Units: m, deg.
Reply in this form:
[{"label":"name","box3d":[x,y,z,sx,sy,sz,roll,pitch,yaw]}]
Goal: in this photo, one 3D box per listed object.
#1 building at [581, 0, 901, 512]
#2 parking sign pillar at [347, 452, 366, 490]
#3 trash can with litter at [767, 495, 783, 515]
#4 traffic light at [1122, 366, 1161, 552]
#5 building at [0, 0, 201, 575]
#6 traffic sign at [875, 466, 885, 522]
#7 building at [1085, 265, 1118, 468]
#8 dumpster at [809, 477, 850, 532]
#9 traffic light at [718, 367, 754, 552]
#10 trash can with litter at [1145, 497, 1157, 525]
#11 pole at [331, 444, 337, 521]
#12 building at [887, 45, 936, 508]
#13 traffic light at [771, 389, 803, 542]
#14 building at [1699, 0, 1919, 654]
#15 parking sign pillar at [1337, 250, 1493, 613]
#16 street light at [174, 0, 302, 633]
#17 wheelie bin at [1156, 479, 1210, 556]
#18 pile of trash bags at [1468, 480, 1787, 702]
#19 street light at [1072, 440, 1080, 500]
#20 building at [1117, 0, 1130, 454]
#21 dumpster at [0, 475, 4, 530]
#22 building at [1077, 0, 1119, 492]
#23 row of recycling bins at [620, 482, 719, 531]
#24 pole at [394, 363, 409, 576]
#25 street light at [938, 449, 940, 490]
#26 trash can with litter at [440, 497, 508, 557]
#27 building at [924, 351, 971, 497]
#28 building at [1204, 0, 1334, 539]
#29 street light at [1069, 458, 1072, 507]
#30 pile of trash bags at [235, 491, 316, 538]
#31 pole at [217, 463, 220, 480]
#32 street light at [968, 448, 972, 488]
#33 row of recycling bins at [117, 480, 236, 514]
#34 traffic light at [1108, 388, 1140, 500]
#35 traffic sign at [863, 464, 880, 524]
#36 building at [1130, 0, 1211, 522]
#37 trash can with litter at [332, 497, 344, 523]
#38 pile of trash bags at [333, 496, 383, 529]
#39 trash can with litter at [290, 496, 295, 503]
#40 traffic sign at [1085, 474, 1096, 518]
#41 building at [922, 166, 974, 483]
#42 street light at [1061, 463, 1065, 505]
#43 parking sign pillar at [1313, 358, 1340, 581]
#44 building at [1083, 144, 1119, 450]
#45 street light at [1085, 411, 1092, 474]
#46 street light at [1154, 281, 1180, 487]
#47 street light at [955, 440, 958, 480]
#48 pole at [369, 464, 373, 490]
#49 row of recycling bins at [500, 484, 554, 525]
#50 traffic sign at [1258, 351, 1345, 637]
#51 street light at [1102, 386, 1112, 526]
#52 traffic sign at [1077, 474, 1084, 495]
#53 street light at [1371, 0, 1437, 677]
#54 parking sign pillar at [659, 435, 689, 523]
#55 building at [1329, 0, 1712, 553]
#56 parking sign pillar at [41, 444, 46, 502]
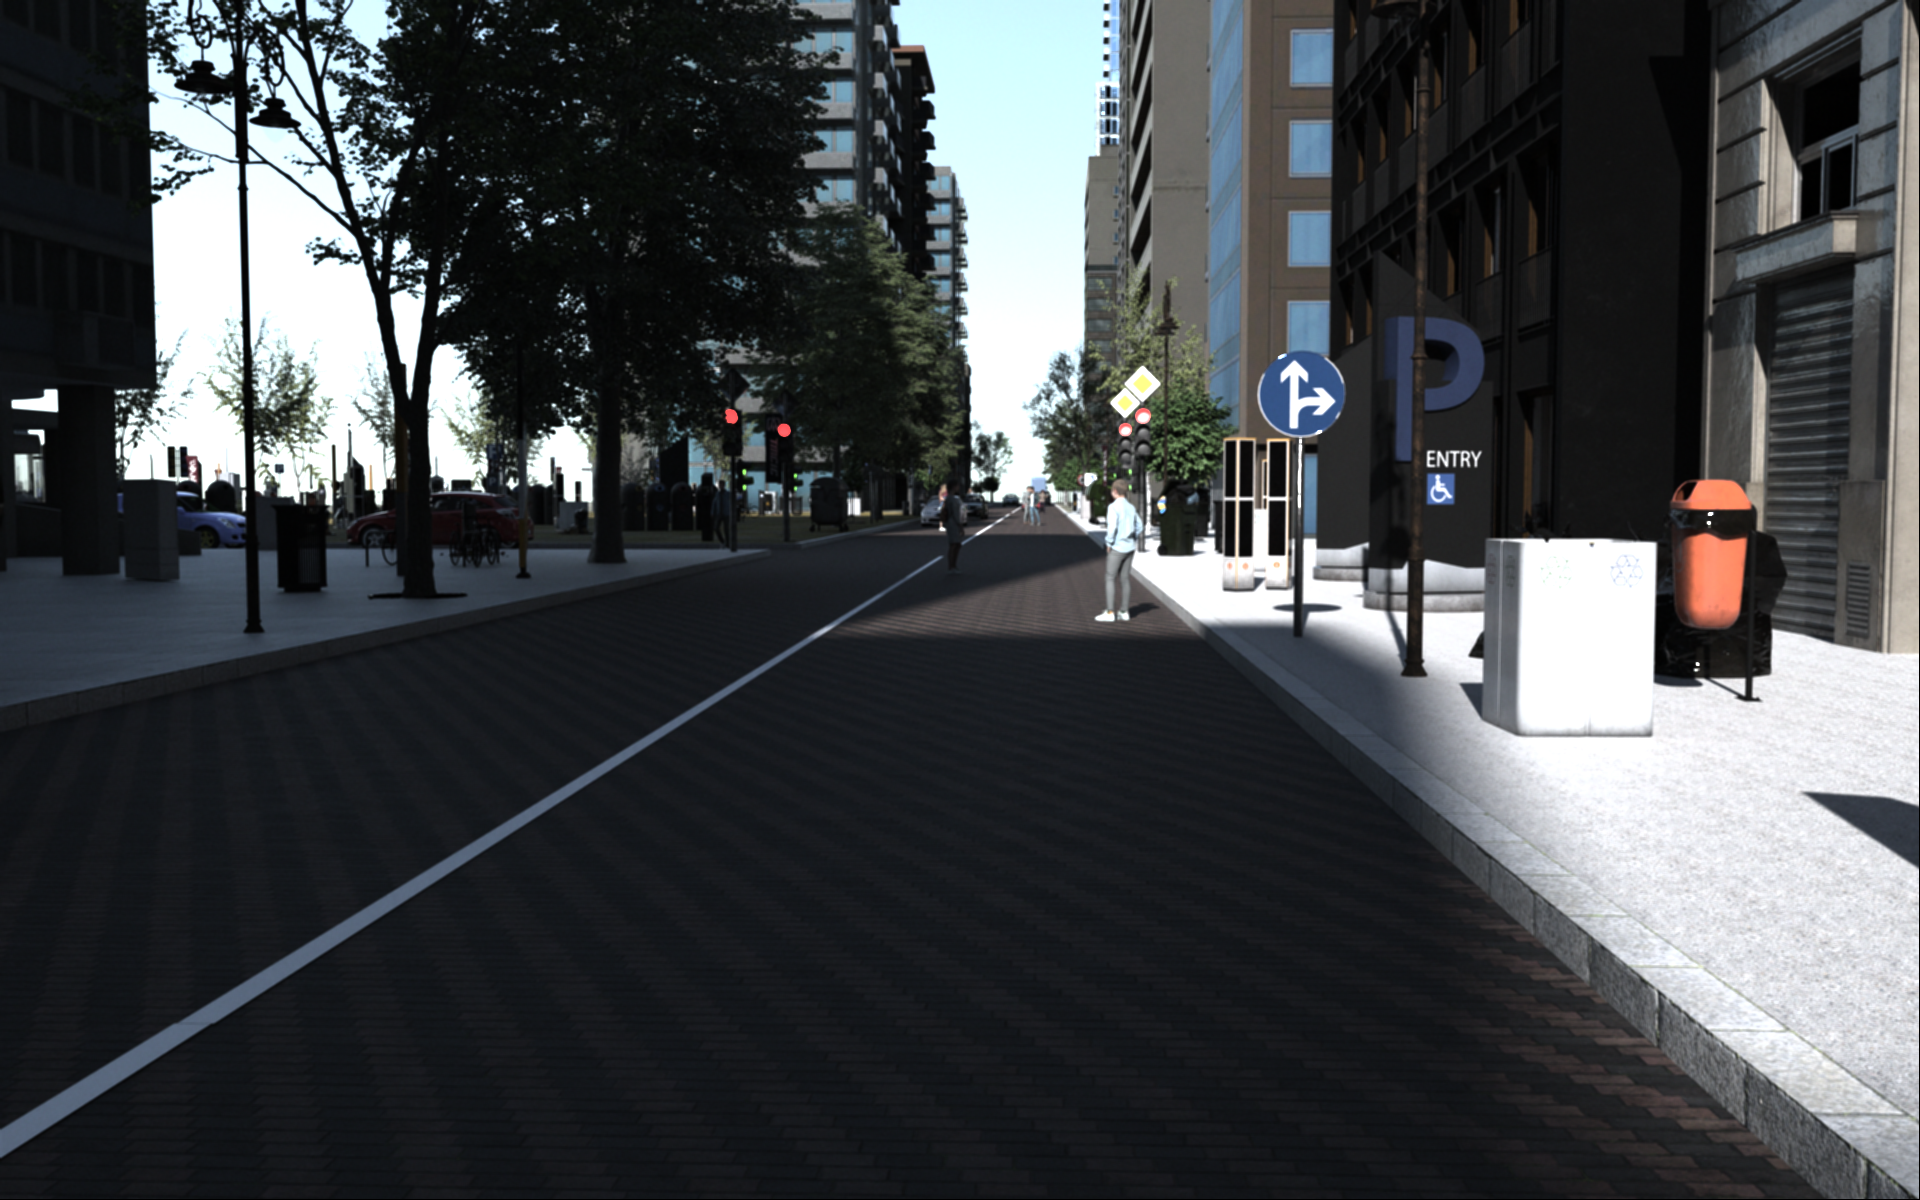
[{"label":"building","box3d":[-16.415,-31.676,137.506,23.786,49.044,30.456,0,4,3]},{"label":"parking sign pillar","box3d":[-38.464,-7.458,110.410,1.447,3.967,1.447,1,4,15]},{"label":"trash can with litter","box3d":[-11.292,-5.859,106.852,1.678,1.210,2.233,2,4,27]},{"label":"traffic light","box3d":[3.979,-3.004,38.043,0.839,4.253,0.868,0,4,3]},{"label":"building","box3d":[-25.057,-20.166,21.600,23.993,40.220,32.217,0,4,3]},{"label":"traffic sign","box3d":[-3.750,-4.778,78.220,0.768,2.556,0.104,1,4,10]},{"label":"building","box3d":[22.793,-27.331,218.557,14.160,30.474,14.107,0,4,3]},{"label":"dumpster","box3d":[-4.467,-3.262,59.089,1.264,1.857,1.865,0,4,3]},{"label":"traffic light","box3d":[-5.023,-3.029,38.451,0.839,4.253,0.868,0,4,3]},{"label":"trash can with litter","box3d":[7.856,-3.671,71.405,0.624,1.170,1.055,-1,4,-18]},{"label":"pole","box3d":[-25.646,-4.719,70.993,0.158,3.312,0.155,0,3,0]},{"label":"building","box3d":[-13.808,-31.383,167.731,22.147,44.769,28.867,0,4,3]},{"label":"traffic light","box3d":[-4.646,-3.517,46.428,0.839,4.253,0.868,0,4,3]},{"label":"building","box3d":[14.201,-10.368,2.798,16.112,22.955,30.059,0,4,3]},{"label":"parking sign pillar","box3d":[5.263,-1.887,19.329,1.447,3.967,1.447,-1,4,-16]},{"label":"street light","box3d":[-6.549,-2.636,15.887,0.468,5.910,1.993,0,4,3]},{"label":"wheelie bin","box3d":[4.552,-1.718,35.995,0.980,1.594,0.693,-3,5,-43]},{"label":"pile of trash bags","box3d":[4.822,-0.149,12.182,1.912,1.369,3.447,0,4,6]},{"label":"street light","box3d":[8.262,-9.048,120.714,0.468,5.910,1.993,0,4,3]},{"label":"building","box3d":[25.109,-45.481,181.872,20.563,71.187,20.611,0,4,3]},{"label":"dumpster","box3d":[-6.847,-0.463,10.066,1.502,2.255,1.985,0,4,3]},{"label":"building","box3d":[29.271,-58.027,261.406,22.319,86.520,31.000,0,4,3]},{"label":"row of recycling bins","box3d":[-10.242,-3.295,60.990,3.534,1.692,1.069,-2,4,-24]},{"label":"pole","box3d":[-8.726,-2.033,27.077,0.158,3.312,0.155,0,3,0]},{"label":"street light","box3d":[-1.482,-9.197,123.165,0.468,5.910,1.993,0,4,3]},{"label":"trash can with litter","box3d":[-10.043,-1.543,36.280,1.678,1.210,2.233,0,4,3]},{"label":"building","box3d":[-12.920,-23.197,224.310,27.650,21.520,28.899,0,4,3]},{"label":"building","box3d":[15.550,-24.735,54.526,14.200,45.320,14.600,0,4,3]},{"label":"street light","box3d":[9.508,-10.550,145.272,0.468,5.910,1.993,0,4,3]},{"label":"pile of trash bags","box3d":[-19.919,-2.449,49.799,1.912,1.369,3.447,-1,4,-11]},{"label":"pole","box3d":[-47.974,-7.238,112.182,0.158,3.312,0.155,0,3,0]},{"label":"street light","box3d":[1.045,-12.355,174.791,0.468,5.910,1.993,0,4,3]},{"label":"row of recycling bins","box3d":[-23.309,-2.694,51.166,3.534,1.692,1.069,-1,4,-23]},{"label":"traffic light","box3d":[4.356,-3.492,46.020,0.839,4.253,0.868,0,4,3]},{"label":"traffic sign","box3d":[-3.810,-4.540,74.328,0.768,2.556,0.104,1,4,10]},{"label":"building","box3d":[19.751,-28.335,86.986,21.300,48.544,21.600,0,4,3]},{"label":"trash can with litter","box3d":[-26.299,-3.807,73.632,0.624,1.170,1.055,0,4,-4]},{"label":"pile of trash bags","box3d":[-21.681,-3.389,65.155,1.912,1.369,3.447,3,5,41]},{"label":"trash can with litter","box3d":[-47.159,-6.731,121.440,1.055,1.170,0.624,1,4,12]},{"label":"traffic sign","box3d":[6.537,-5.157,86.447,0.606,2.300,0.079,1,4,12]},{"label":"building","box3d":[-10.137,-38.739,252.994,23.786,49.044,30.456,0,4,3]},{"label":"street light","box3d":[11.952,-13.713,197.000,0.468,5.910,1.993,0,4,3]},{"label":"parking sign pillar","box3d":[6.038,-2.290,25.919,1.447,3.967,1.447,2,4,27]},{"label":"building","box3d":[27.777,-37.426,235.611,21.300,48.544,21.600,0,4,3]},{"label":"street light","box3d":[7.074,-7.483,95.133,0.468,5.910,1.993,0,4,3]},{"label":"street light","box3d":[4.477,-3.967,37.656,0.468,5.910,1.993,0,4,3]},{"label":"street light","box3d":[-0.313,-10.791,149.215,0.468,5.910,1.993,0,4,3]},{"label":"pole","box3d":[-40.274,-7.619,118.409,0.158,3.312,0.155,0,3,0]},{"label":"row of recycling bins","box3d":[-18.217,-4.037,73.112,3.534,1.692,1.069,2,4,26]},{"label":"traffic sign","box3d":[3.042,-0.942,15.512,0.768,2.556,0.104,0,4,5]},{"label":"street light","box3d":[5.943,-5.930,69.743,0.468,5.910,1.993,0,4,3]},{"label":"traffic sign","box3d":[7.801,-6.707,109.759,0.768,2.556,0.104,1,4,12]},{"label":"street light","box3d":[3.206,-2.401,12.050,0.468,5.910,1.993,0,4,3]},{"label":"parking sign pillar","box3d":[-12.891,-5.480,78.075,1.447,3.967,1.447,-1,4,-13]},{"label":"building","box3d":[13.226,-12.028,26.330,12.332,23.373,15.834,0,4,3]},{"label":"parking sign pillar","box3d":[-35.044,-4.811,67.132,1.447,3.967,1.447,2,4,35]}]
